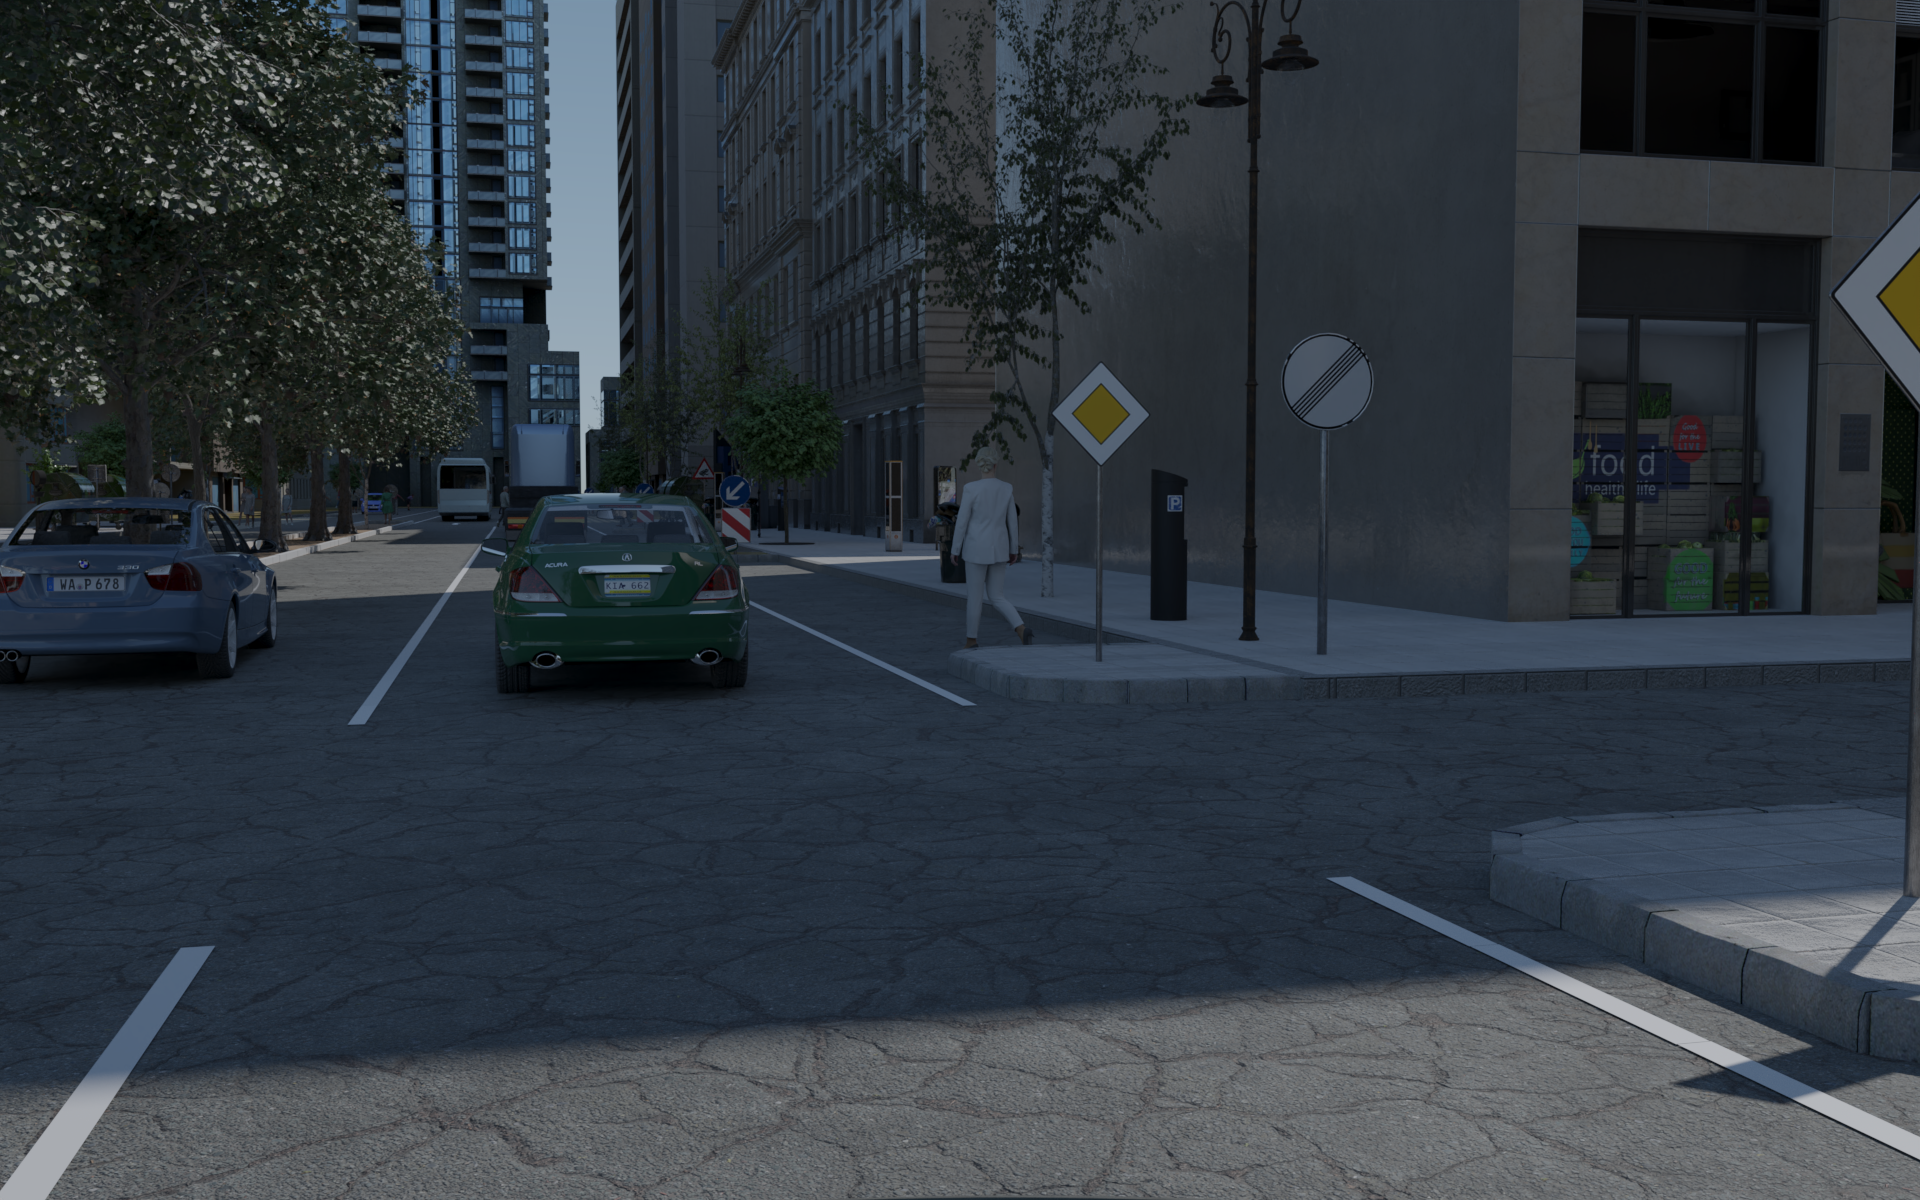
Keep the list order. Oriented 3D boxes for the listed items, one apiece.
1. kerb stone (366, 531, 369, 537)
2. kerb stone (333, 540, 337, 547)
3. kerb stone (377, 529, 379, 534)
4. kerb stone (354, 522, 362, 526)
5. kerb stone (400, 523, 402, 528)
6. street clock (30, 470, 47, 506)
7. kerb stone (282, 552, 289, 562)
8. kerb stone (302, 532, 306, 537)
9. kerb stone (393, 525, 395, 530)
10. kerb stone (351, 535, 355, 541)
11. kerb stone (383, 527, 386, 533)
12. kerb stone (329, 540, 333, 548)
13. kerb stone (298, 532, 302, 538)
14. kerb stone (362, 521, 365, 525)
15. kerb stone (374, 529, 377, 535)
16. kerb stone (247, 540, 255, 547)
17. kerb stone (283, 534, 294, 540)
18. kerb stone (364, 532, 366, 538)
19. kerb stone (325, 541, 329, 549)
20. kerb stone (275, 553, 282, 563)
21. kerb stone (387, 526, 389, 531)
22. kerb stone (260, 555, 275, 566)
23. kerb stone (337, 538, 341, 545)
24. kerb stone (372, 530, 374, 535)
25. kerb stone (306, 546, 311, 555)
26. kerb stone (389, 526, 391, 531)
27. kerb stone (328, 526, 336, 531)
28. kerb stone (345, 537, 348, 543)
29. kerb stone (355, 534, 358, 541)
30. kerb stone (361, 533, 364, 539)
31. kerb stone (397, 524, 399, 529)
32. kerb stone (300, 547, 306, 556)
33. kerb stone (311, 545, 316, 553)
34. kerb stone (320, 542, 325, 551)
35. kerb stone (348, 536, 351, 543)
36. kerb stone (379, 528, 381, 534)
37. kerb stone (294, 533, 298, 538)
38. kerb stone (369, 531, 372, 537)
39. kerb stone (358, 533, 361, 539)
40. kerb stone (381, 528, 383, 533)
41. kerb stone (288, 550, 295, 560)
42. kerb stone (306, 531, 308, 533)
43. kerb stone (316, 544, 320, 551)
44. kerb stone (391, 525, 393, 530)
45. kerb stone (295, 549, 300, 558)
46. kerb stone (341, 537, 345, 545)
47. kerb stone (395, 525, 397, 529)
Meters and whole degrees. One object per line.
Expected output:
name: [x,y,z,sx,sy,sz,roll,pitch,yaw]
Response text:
kerb stone: [-19.551,-2.112,56.742,0.120,0.150,1.000,-1,4,-14]
kerb stone: [-17.018,-1.505,46.807,0.120,0.150,1.000,-1,4,-14]
kerb stone: [-20.565,-2.357,60.726,0.120,0.150,1.000,-1,4,-14]
kerb stone: [-27.179,-3.420,78.126,0.120,0.150,1.000,-1,4,-14]
kerb stone: [-23.604,-3.081,72.643,0.120,0.150,1.000,-1,4,-14]
street clock: [-28.074,-2.950,52.800,0.471,2.002,0.358,2,4,28]
kerb stone: [-14.474,-0.898,36.872,0.120,0.150,1.000,-1,4,-14]
kerb stone: [-21.852,-2.145,57.274,0.120,0.150,1.000,-1,4,-14]
kerb stone: [-22.595,-2.842,68.658,0.120,0.150,1.000,-1,4,-14]
kerb stone: [-18.277,-1.809,51.773,0.120,0.150,1.000,-1,4,-14]
kerb stone: [-21.322,-2.535,63.699,0.120,0.150,1.000,-1,4,-14]
kerb stone: [-16.767,-1.444,45.814,0.120,0.150,1.000,-1,4,-14]
kerb stone: [-21.595,-2.078,56.277,0.120,0.150,1.000,-1,4,-14]
kerb stone: [-27.425,-3.482,79.122,0.120,0.150,1.000,-1,4,-14]
kerb stone: [-20.309,-2.296,59.734,0.120,0.150,1.000,-1,4,-14]
kerb stone: [-19.318,-1.532,47.312,0.120,0.150,1.000,-1,4,-14]
kerb stone: [-21.086,-1.963,54.290,0.120,0.150,1.000,-1,4,-14]
kerb stone: [-19.294,-2.052,55.739,0.120,0.150,1.000,-1,4,-14]
kerb stone: [-16.512,-1.381,44.824,0.120,0.150,1.000,-1,4,-14]
kerb stone: [-14.227,-0.830,35.879,0.120,0.150,1.000,-1,4,-14]
kerb stone: [-21.832,-2.659,65.679,0.120,0.150,1.000,-1,4,-14]
kerb stone: [-13.975,-0.772,34.882,0.120,0.150,1.000,-1,4,-14]
kerb stone: [-17.273,-1.567,47.808,0.120,0.150,1.000,-1,4,-14]
kerb stone: [-20.054,-2.235,58.736,0.120,0.150,1.000,-1,4,-14]
kerb stone: [-15.500,-1.141,40.845,0.120,0.150,1.000,-1,4,-14]
kerb stone: [-22.084,-2.720,66.671,0.120,0.150,1.000,-1,4,-14]
kerb stone: [-24.383,-2.753,67.199,0.120,0.150,1.000,-1,4,-14]
kerb stone: [-17.773,-1.688,49.791,0.120,0.150,1.000,-1,4,-14]
kerb stone: [-18.532,-1.870,52.764,0.120,0.150,1.000,-1,4,-14]
kerb stone: [-19.036,-1.991,54.750,0.120,0.150,1.000,-1,4,-14]
kerb stone: [-23.103,-2.963,70.660,0.120,0.150,1.000,-1,4,-14]
kerb stone: [-15.238,-1.080,39.857,0.120,0.150,1.000,-1,4,-14]
kerb stone: [-15.744,-1.202,41.845,0.120,0.150,1.000,-1,4,-14]
kerb stone: [-16.248,-1.322,43.836,0.120,0.150,1.000,-1,4,-14]
kerb stone: [-18.031,-1.748,50.781,0.120,0.150,1.000,-1,4,-14]
kerb stone: [-20.818,-2.417,61.717,0.120,0.150,1.000,-1,4,-14]
kerb stone: [-21.347,-2.020,55.285,0.120,0.150,1.000,-1,4,-14]
kerb stone: [-19.806,-2.174,57.743,0.120,0.150,1.000,-1,4,-14]
kerb stone: [-18.787,-1.930,53.758,0.120,0.150,1.000,-1,4,-14]
kerb stone: [-21.074,-2.478,62.707,0.120,0.150,1.000,-1,4,-14]
kerb stone: [-14.727,-0.958,37.866,0.120,0.150,1.000,-1,4,-14]
kerb stone: [-22.104,-2.206,58.265,0.120,0.150,1.000,-1,4,-14]
kerb stone: [-16.002,-1.261,42.835,0.120,0.150,1.000,-1,4,-14]
kerb stone: [-22.332,-2.781,67.663,0.120,0.150,1.000,-1,4,-14]
kerb stone: [-14.987,-1.019,38.861,0.120,0.150,1.000,-1,4,-14]
kerb stone: [-17.513,-1.625,48.802,0.120,0.150,1.000,-1,4,-14]
kerb stone: [-22.847,-2.894,69.661,0.120,0.150,1.000,-1,4,-14]
